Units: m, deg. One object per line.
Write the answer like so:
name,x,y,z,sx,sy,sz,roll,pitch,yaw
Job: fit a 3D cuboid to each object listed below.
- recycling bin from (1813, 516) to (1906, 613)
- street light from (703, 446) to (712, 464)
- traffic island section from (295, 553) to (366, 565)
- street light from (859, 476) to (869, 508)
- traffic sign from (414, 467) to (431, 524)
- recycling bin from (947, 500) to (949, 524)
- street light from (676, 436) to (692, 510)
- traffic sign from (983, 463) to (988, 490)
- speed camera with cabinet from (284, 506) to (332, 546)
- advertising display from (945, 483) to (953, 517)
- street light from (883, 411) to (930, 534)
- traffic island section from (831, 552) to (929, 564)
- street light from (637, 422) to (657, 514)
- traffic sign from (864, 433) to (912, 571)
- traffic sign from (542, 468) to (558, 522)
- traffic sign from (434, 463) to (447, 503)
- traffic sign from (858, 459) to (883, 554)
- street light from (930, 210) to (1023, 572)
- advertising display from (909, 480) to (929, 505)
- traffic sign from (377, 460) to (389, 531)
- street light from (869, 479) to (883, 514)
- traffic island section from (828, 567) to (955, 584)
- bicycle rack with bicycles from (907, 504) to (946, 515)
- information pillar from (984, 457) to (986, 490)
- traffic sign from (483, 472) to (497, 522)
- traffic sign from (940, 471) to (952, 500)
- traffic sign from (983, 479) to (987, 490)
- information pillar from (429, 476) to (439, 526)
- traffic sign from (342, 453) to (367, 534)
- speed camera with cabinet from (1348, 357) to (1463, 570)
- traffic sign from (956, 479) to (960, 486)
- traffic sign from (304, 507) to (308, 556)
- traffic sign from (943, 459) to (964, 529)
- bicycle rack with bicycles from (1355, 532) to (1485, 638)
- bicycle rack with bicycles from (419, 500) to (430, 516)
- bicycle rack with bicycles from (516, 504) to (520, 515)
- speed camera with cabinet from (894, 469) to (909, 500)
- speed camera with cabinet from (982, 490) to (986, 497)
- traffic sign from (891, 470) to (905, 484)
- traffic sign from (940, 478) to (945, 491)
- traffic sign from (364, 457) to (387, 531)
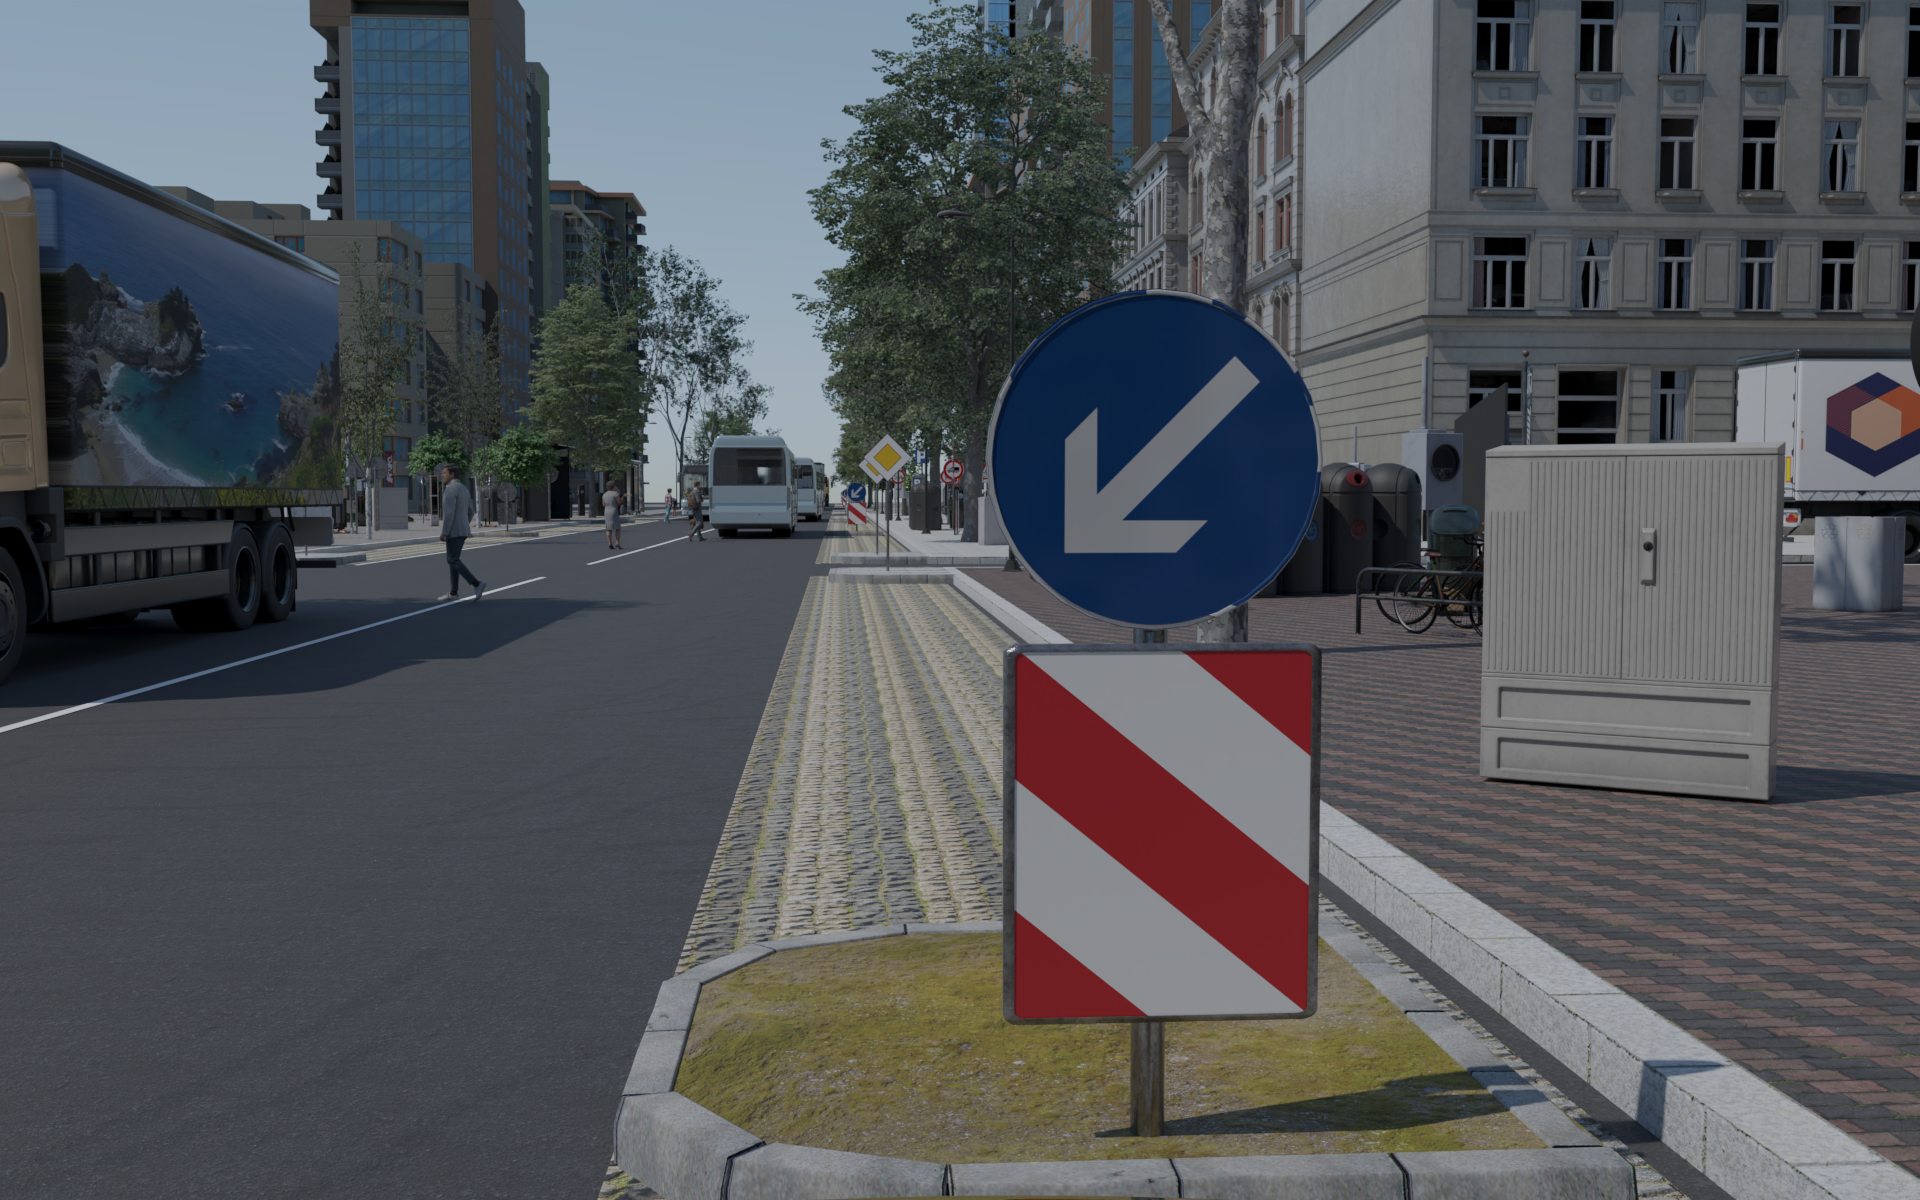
recycling bin,9.956,-0.405,19.183,0.722,1.027,0.722,-3,5,-43
street light,-24.182,-11.887,166.889,1.470,5.913,1.316,0,4,-4
traffic island section,-13.599,-0.838,35.979,2.009,0.180,2.903,0,4,-4
street light,-5.517,-8.457,110.808,1.470,5.913,1.316,0,4,-4
traffic sign,-23.146,-4.494,74.660,0.795,2.450,0.064,0,4,3
recycling bin,-0.096,-3.733,73.595,0.722,1.027,0.722,-1,4,-23
street light,-22.328,-10.224,139.711,1.470,5.913,1.316,0,4,-4
traffic sign,1.029,-3.869,63.268,0.884,2.594,0.081,0,4,-2
speed camera with cabinet,-16.516,-2.942,42.436,2.038,3.252,0.660,-3,5,-43
advertising display,-0.596,-5.546,95.889,0.123,1.923,0.974,1,4,23
street light,-1.626,-5.076,55.532,1.470,5.913,1.316,0,4,-4
traffic island section,-1.736,-0.888,36.802,2.009,0.180,2.903,0,4,-4
street light,-20.300,-8.537,112.122,1.470,5.913,1.316,0,4,-4
traffic sign,-1.202,-1.536,28.757,0.795,2.450,0.064,0,4,-4
traffic sign,-18.593,-4.789,78.413,0.768,2.556,0.104,0,4,0
traffic sign,-20.948,-4.289,70.223,0.768,2.556,0.104,0,4,-1
traffic sign,-1.759,-2.023,36.723,0.795,2.450,0.064,0,4,-4
street light,0.325,-3.427,28.576,1.470,5.913,1.316,0,4,-4
advertising display,-1.923,-4.652,81.274,0.974,1.923,0.123,-2,4,-28
traffic sign,-20.452,-3.715,60.843,0.768,2.556,0.104,0,4,-1
street light,-3.489,-6.738,82.709,1.470,5.913,1.316,0,4,-4
traffic island section,-1.179,-0.401,28.836,2.009,0.180,2.903,0,4,-4
bicycle rack with bicycles,-2.031,-5.659,105.911,2.925,0.926,2.852,-1,4,-10
information pillar,1.251,-5.576,82.522,0.183,3.616,0.504,-1,4,-14
traffic sign,-21.566,-4.731,79.482,0.606,2.300,0.079,0,4,-1
traffic sign,-0.606,-5.308,86.896,0.768,2.556,0.104,0,4,-3
traffic sign,1.259,-4.938,80.846,0.768,2.556,0.104,0,3,0
information pillar,-20.881,-3.932,68.776,0.304,2.012,0.304,-2,4,-25
traffic sign,-19.181,-3.364,55.010,0.884,2.594,0.081,0,4,-1
speed camera with cabinet,6.163,-1.850,24.583,2.038,3.252,0.660,-2,4,-25
traffic sign,-0.399,-6.836,111.866,0.768,2.556,0.104,0,4,-3
traffic sign,-13.576,-1.974,35.919,0.795,2.450,0.064,0,4,-4
traffic sign,-0.233,-3.866,63.314,0.768,2.556,0.104,0,4,3
bicycle rack with bicycles,4.898,-0.153,15.879,2.852,0.926,2.925,-2,4,-35
bicycle rack with bicycles,-29.583,-5.249,99.207,2.852,0.926,2.925,-2,4,-28
bicycle rack with bicycles,-22.152,-4.712,90.423,2.925,0.926,2.852,-1,4,-9
speed camera with cabinet,-2.610,-6.074,93.639,2.038,3.252,0.660,3,4,37
speed camera with cabinet,1.319,-4.441,66.951,2.038,3.252,0.660,3,4,37
traffic sign,-3.178,-5.450,89.206,0.768,2.556,0.104,0,4,3
traffic sign,-1.069,-5.862,97.967,0.606,2.300,0.079,0,4,-1
traffic sign,-20.048,-3.628,59.426,0.768,2.556,0.104,0,4,-2
